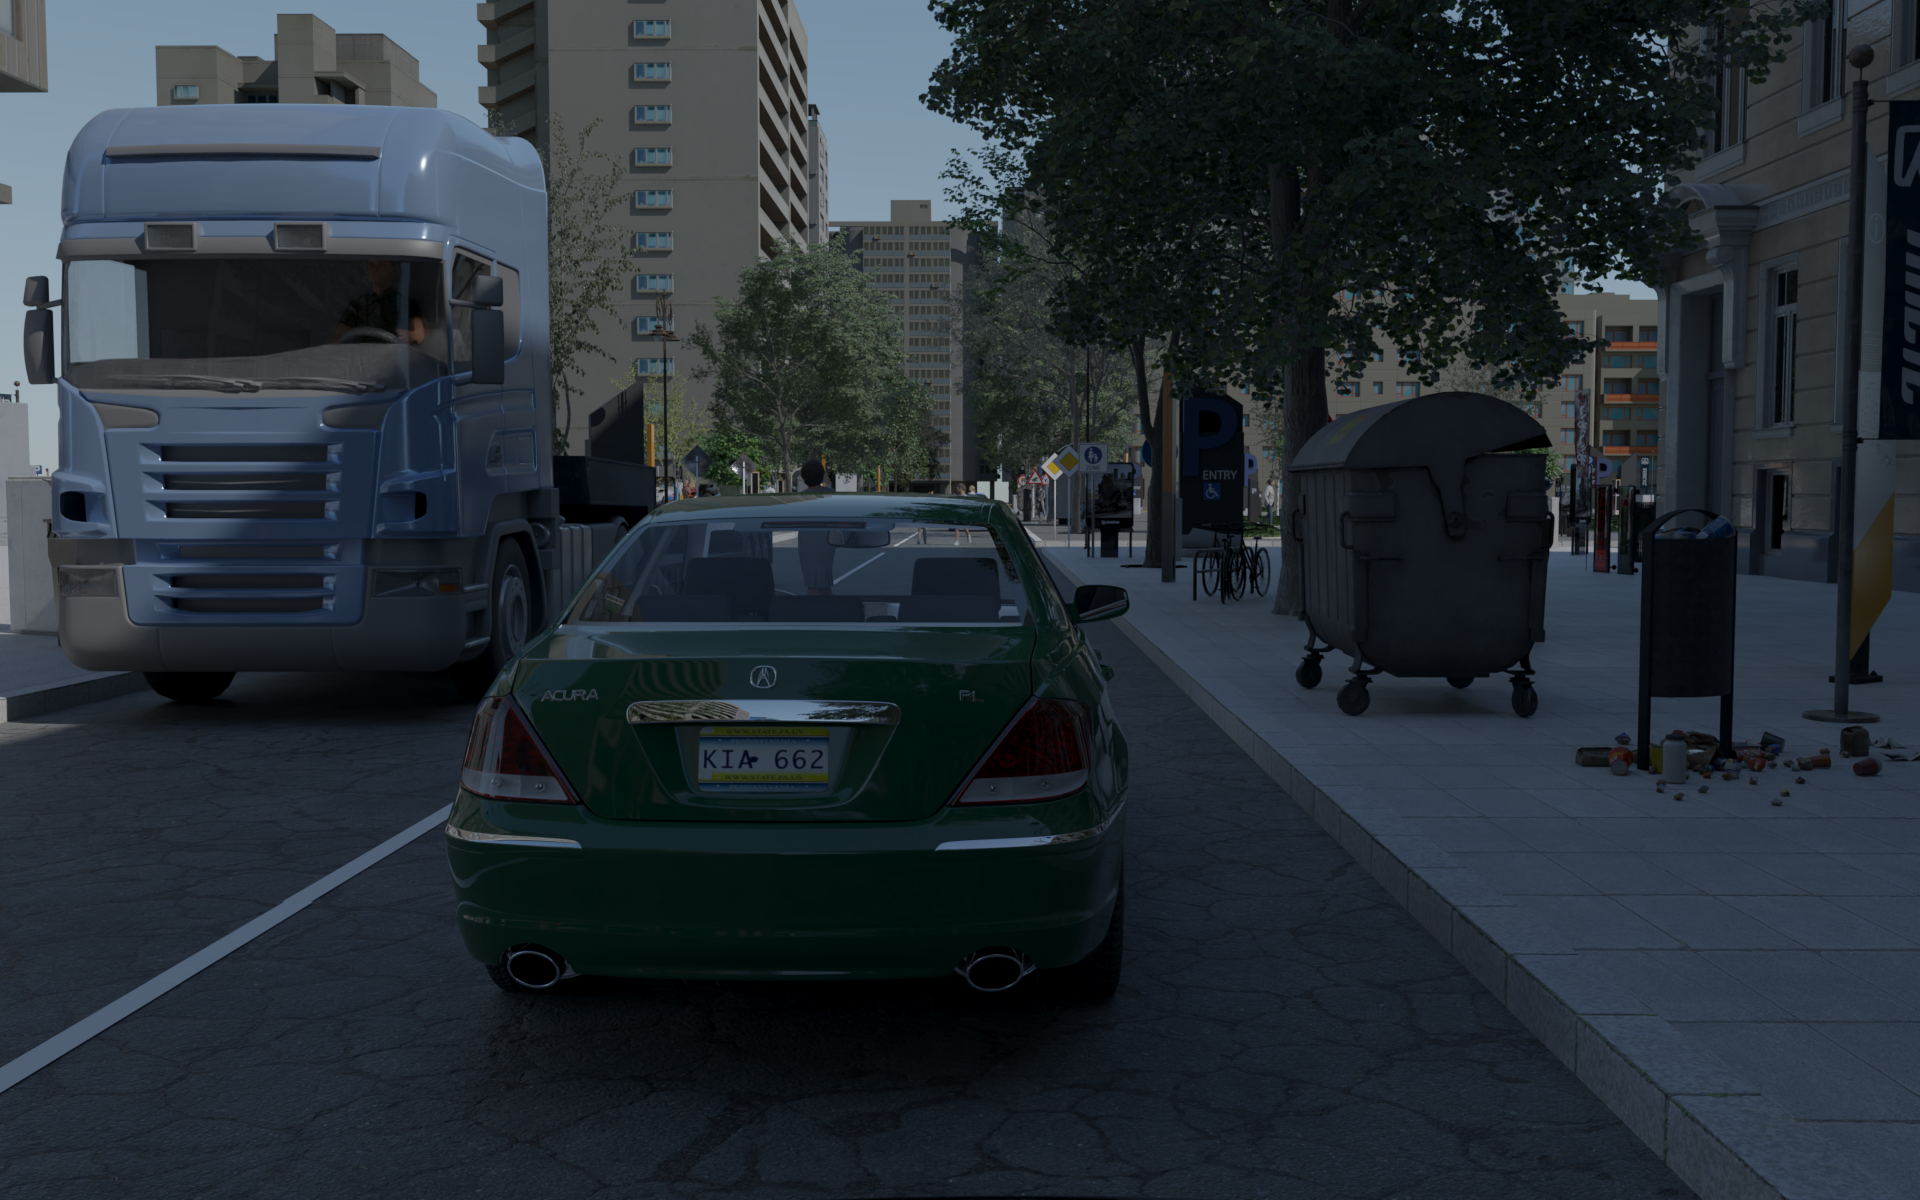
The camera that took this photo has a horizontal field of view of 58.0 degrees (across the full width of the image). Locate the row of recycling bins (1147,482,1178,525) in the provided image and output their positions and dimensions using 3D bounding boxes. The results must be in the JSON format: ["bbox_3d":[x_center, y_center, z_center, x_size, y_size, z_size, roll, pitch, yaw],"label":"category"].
[{"bbox_3d":[9.912,-4.422,79.412,1.069,1.692,3.534,-2,4,-35],"label":"row of recycling bins"}]

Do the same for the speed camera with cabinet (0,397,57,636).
[{"bbox_3d":[-8.667,-1.332,16.122,2.038,3.252,0.660,2,4,27],"label":"speed camera with cabinet"}]

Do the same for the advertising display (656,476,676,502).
[{"bbox_3d":[-10.830,-3.531,62.951,0.974,1.923,0.123,0,4,1],"label":"advertising display"}]

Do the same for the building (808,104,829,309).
[{"bbox_3d":[-21.153,-30.602,183.929,14.086,41.232,14.154,0,4,1],"label":"building"}]

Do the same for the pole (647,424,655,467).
[{"bbox_3d":[-9.012,-3.468,50.541,0.158,3.312,0.155,0,3,0],"label":"pole"}]

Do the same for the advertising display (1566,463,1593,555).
[{"bbox_3d":[13.114,-1.919,36.592,0.123,1.923,0.974,3,5,39],"label":"advertising display"}]

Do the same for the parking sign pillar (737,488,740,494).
[{"bbox_3d":[-14.734,-7.515,111.340,1.447,3.967,1.447,3,5,42],"label":"parking sign pillar"}]

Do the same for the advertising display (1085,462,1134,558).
[{"bbox_3d":[3.021,-1.821,34.982,0.974,1.923,0.123,0,4,2],"label":"advertising display"}]

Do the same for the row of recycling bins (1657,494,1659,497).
[{"bbox_3d":[37.865,-5.037,89.464,3.534,1.692,1.069,2,4,27],"label":"row of recycling bins"}]

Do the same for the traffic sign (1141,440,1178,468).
[{"bbox_3d":[4.186,-2.218,36.370,0.768,2.556,0.104,0,4,4],"label":"traffic sign"}]

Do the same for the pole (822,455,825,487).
[{"bbox_3d":[-7.011,-5.823,89.052,0.158,3.312,0.155,0,3,0],"label":"pole"}]

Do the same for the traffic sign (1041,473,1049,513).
[{"bbox_3d":[5.111,-6.303,103.050,0.884,2.594,0.081,0,4,1],"label":"traffic sign"}]

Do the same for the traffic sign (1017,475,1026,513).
[{"bbox_3d":[4.180,-7.006,114.652,0.768,2.556,0.104,0,4,5],"label":"traffic sign"}]

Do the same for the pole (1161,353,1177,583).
[{"bbox_3d":[3.035,-1.912,25.102,0.158,3.312,0.155,0,3,0],"label":"pole"}]

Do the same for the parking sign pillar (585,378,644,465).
[{"bbox_3d":[-8.004,-3.161,40.147,1.447,3.967,1.447,-2,4,-33],"label":"parking sign pillar"}]

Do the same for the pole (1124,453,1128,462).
[{"bbox_3d":[8.294,-5.674,86.614,0.158,3.312,0.155,0,3,0],"label":"pole"}]

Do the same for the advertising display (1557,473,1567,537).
[{"bbox_3d":[18.382,-2.858,51.938,0.123,1.923,0.974,-2,4,-26],"label":"advertising display"}]

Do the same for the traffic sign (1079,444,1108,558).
[{"bbox_3d":[2.664,-1.989,34.650,0.606,2.300,0.079,1,4,10],"label":"traffic sign"}]

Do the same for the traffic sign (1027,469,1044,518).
[{"bbox_3d":[3.961,-5.570,91.070,0.884,2.594,0.081,0,4,8],"label":"traffic sign"}]

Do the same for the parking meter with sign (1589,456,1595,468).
[{"bbox_3d":[28.093,-5.015,78.252,0.543,3.016,1.738,3,4,37],"label":"parking meter with sign"}]

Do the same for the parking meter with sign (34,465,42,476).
[{"bbox_3d":[-55.862,-6.586,103.935,0.543,3.016,1.738,0,4,7],"label":"parking meter with sign"}]

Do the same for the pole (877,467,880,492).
[{"bbox_3d":[-5.817,-7.947,123.771,0.158,3.312,0.155,0,3,0],"label":"pole"}]

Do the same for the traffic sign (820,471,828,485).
[{"bbox_3d":[-7.090,-5.370,87.904,0.768,2.556,0.104,0,4,7],"label":"traffic sign"}]

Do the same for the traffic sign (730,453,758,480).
[{"bbox_3d":[-6.108,-2.854,48.848,0.795,2.593,0.064,0,4,1],"label":"traffic sign"}]

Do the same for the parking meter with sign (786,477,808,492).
[{"bbox_3d":[-6.784,-4.874,75.951,1.738,3.016,0.543,0,4,-3],"label":"parking meter with sign"}]

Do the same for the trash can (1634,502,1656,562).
[{"bbox_3d":[12.830,-1.285,32.668,0.748,1.137,0.748,0,3,0],"label":"trash can"}]

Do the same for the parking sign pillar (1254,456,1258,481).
[{"bbox_3d":[13.859,-5.820,83.621,1.447,3.967,1.447,3,5,43],"label":"parking sign pillar"}]

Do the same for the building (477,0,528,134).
[{"bbox_3d":[-25.027,-31.283,135.179,21.300,48.544,21.600,0,4,1],"label":"building"}]

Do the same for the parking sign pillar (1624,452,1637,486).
[{"bbox_3d":[42.400,-7.448,110.254,1.447,3.967,1.447,-2,4,-25],"label":"parking sign pillar"}]

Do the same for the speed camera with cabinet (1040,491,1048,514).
[{"bbox_3d":[5.858,-7.044,109.498,2.038,3.252,0.660,3,4,38],"label":"speed camera with cabinet"}]

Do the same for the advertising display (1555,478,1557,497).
[{"bbox_3d":[24.260,-3.910,69.137,0.974,1.923,0.123,2,4,30],"label":"advertising display"}]

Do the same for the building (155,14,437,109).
[{"bbox_3d":[-67.938,-34.058,180.557,21.600,48.544,21.300,0,4,1],"label":"building"}]

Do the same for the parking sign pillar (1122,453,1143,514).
[{"bbox_3d":[10.926,-7.429,109.928,1.447,3.967,1.447,-1,4,-8],"label":"parking sign pillar"}]

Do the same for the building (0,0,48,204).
[{"bbox_3d":[-29.860,-26.195,17.530,27.495,52.752,28.713,0,4,1],"label":"building"}]

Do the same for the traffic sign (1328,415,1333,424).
[{"bbox_3d":[5.146,-1.513,24.742,0.884,2.594,0.081,0,4,2],"label":"traffic sign"}]

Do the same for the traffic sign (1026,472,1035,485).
[{"bbox_3d":[4.254,-6.220,101.810,0.768,2.556,0.104,0,4,4],"label":"traffic sign"}]

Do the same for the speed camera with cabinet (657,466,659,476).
[{"bbox_3d":[-21.357,-7.806,121.958,0.660,3.252,2.038,0,4,-3],"label":"speed camera with cabinet"}]

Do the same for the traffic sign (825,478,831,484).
[{"bbox_3d":[-7.186,-5.565,90.998,0.884,2.594,0.081,1,4,10],"label":"traffic sign"}]

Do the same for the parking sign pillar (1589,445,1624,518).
[{"bbox_3d":[35.200,-6.518,95.046,1.447,3.967,1.447,-1,4,-9],"label":"parking sign pillar"}]

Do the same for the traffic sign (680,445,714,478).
[{"bbox_3d":[-6.210,-2.365,40.863,0.795,2.593,0.064,0,4,1],"label":"traffic sign"}]

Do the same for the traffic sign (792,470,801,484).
[{"bbox_3d":[-8.447,-5.565,91.093,0.768,2.556,0.104,0,4,6],"label":"traffic sign"}]

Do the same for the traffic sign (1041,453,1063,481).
[{"bbox_3d":[2.685,-2.846,48.715,0.795,2.593,0.064,0,4,1],"label":"traffic sign"}]

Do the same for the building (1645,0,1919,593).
[{"bbox_3d":[18.610,-14.368,20.821,13.634,28.700,20.117,0,4,1],"label":"building"}]

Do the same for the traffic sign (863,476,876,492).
[{"bbox_3d":[-6.423,-7.510,122.797,0.884,2.594,0.081,0,4,1],"label":"traffic sign"}]

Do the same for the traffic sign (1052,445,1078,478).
[{"bbox_3d":[2.583,-2.357,40.731,0.795,2.593,0.064,0,4,1],"label":"traffic sign"}]

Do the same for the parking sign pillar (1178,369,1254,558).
[{"bbox_3d":[5.118,-2.864,35.299,1.447,3.967,1.447,0,4,4],"label":"parking sign pillar"}]
